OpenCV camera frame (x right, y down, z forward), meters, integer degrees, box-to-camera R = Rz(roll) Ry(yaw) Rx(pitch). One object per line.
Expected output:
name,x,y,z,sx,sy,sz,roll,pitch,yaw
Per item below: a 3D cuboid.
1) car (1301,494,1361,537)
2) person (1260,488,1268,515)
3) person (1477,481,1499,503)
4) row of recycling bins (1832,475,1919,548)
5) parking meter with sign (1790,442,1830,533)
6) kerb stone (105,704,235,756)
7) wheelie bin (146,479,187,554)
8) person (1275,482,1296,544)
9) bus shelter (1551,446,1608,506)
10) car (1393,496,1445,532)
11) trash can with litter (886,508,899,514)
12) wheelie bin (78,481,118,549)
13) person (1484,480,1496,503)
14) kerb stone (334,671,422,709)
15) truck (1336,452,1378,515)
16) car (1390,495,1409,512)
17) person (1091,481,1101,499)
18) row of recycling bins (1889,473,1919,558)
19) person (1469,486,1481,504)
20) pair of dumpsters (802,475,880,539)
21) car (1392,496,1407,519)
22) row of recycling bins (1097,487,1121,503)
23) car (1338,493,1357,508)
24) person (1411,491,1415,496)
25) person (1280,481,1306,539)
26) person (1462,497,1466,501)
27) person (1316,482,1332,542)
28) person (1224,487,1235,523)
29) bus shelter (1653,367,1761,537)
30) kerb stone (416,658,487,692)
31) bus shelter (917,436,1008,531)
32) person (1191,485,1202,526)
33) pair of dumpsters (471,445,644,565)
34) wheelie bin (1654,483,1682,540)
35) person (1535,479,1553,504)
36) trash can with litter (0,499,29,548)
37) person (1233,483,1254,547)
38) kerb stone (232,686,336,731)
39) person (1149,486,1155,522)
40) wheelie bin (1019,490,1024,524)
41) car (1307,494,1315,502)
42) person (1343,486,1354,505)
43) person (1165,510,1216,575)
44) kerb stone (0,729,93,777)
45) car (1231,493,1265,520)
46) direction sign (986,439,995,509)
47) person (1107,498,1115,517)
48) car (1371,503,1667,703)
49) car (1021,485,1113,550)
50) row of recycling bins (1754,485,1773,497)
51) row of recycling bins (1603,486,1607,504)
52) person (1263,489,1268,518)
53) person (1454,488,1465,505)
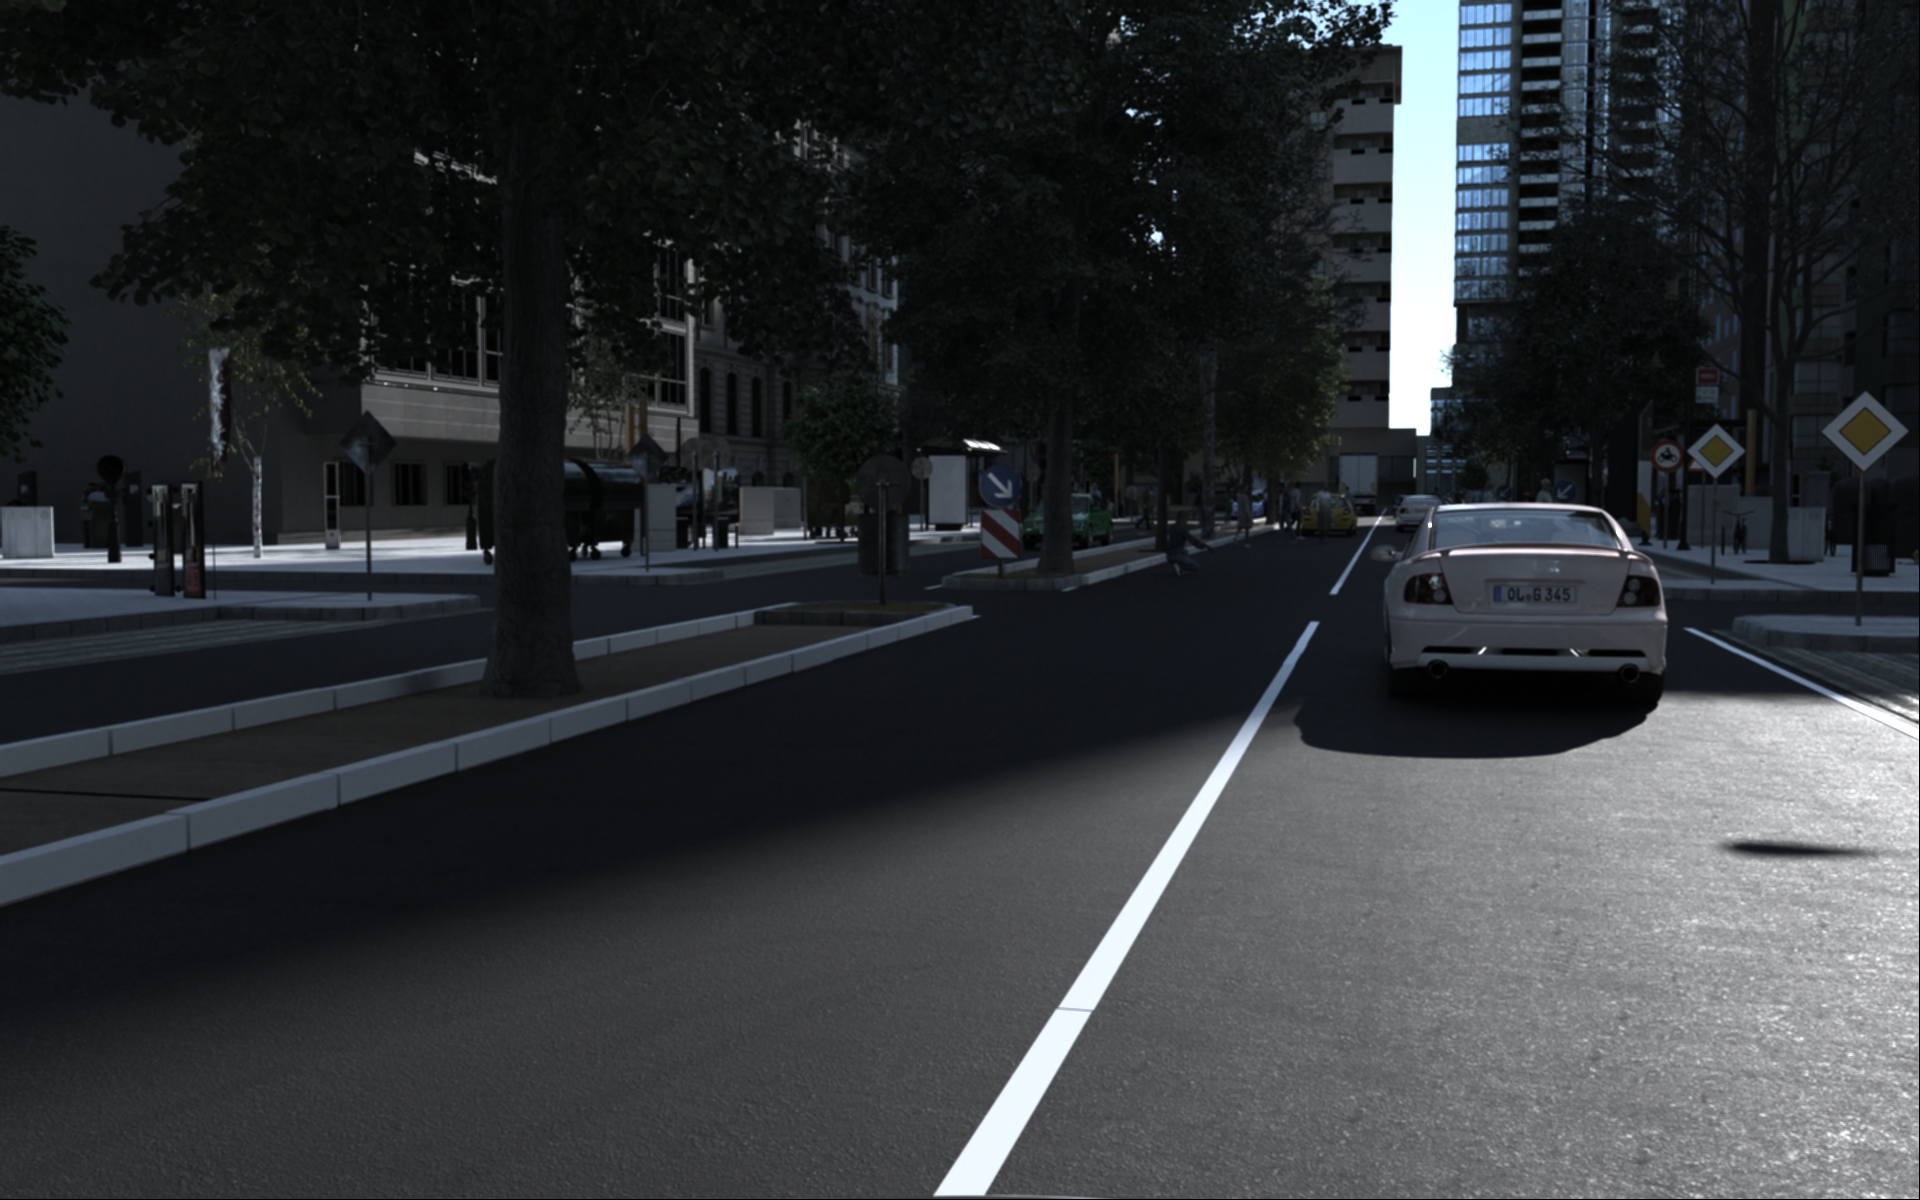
car,12.725,-3.016,59.542,2.015,1.641,3.980,1,4,16
person,20.599,-6.613,116.614,1.348,1.826,0.705,1,4,12
person,14.411,-2.353,47.308,0.601,1.785,0.444,2,4,24
row of recycling bins,23.899,-2.296,44.654,3.534,1.692,1.069,-2,4,-28
parking meter with sign,28.690,-3.769,57.878,1.738,3.016,0.543,2,4,29
kerb stone,-4.562,0.750,9.955,0.120,0.150,1.000,1,4,14
wheelie bin,-17.062,-1.808,37.461,0.980,1.594,0.693,-1,4,-9
person,9.407,-2.532,50.250,0.721,1.781,0.623,-3,5,-41
bus shelter,26.550,-4.932,74.554,2.014,3.302,5.546,1,4,14
car,17.702,-3.313,66.524,2.083,1.381,4.827,1,4,13
trash can with litter,-2.437,-2.630,54.384,1.055,1.170,0.624,1,4,15
wheelie bin,-20.297,-2.011,40.790,0.980,1.594,0.693,2,4,35
person,13.077,-2.083,42.915,0.624,1.780,0.694,1,4,16
kerb stone,-4.060,0.632,11.956,0.120,0.150,1.000,1,4,14
truck,27.643,-8.049,120.508,2.839,4.237,11.283,1,4,12
car,35.166,-7.635,137.405,1.945,1.354,3.894,1,4,12
person,4.294,-2.812,54.338,0.748,1.841,0.638,0,4,-8
row of recycling bins,20.273,-1.730,35.403,3.534,1.692,1.069,-2,4,-27
person,23.683,-4.335,79.392,0.660,1.820,0.620,-1,4,-15
pair of dumpsters,-3.322,-2.985,51.298,1.574,2.255,4.437,1,4,14
car,26.435,-5.469,101.994,1.945,1.354,3.894,1,4,14
row of recycling bins,8.636,-5.763,101.343,1.069,1.692,3.534,1,4,21
car,24.384,-6.241,110.841,1.959,1.807,4.718,1,4,14
person,40.774,-8.997,156.310,1.217,1.735,0.721,-3,5,-40
person,10.589,-2.853,55.000,0.795,1.843,0.661,-1,4,-10
person,50.289,-9.903,173.672,1.065,1.426,0.557,-2,4,-31
person,10.859,-2.628,51.690,0.478,1.798,0.641,1,4,9
person,13.184,-4.678,85.237,0.529,1.795,0.600,-3,4,-36
bus shelter,22.347,-4.590,52.680,2.179,5.291,8.768,1,4,14
kerb stone,-3.812,0.567,12.952,0.120,0.150,1.000,1,4,14
bus shelter,0.141,-4.212,62.785,2.014,3.302,5.546,1,4,14
person,10.801,-4.266,78.227,0.794,1.824,0.713,0,4,-6
pair of dumpsters,-7.656,-1.877,33.176,1.574,2.255,4.437,1,4,14
wheelie bin,19.802,-2.476,48.398,0.693,1.594,0.980,1,4,13
person,12.696,-1.762,37.802,0.515,1.767,0.782,3,4,39
trash can with litter,-22.754,-1.839,41.453,1.055,1.170,0.624,2,4,34
person,7.579,-2.268,46.338,0.466,1.731,0.760,2,4,33
kerb stone,-4.313,0.688,10.950,0.120,0.150,1.000,1,4,14
person,8.875,-4.454,81.527,0.583,1.804,0.606,1,4,11
wheelie bin,2.456,-4.058,74.251,0.693,1.594,0.980,-1,4,-17
car,19.527,-5.126,92.611,1.959,1.807,4.718,1,4,14
person,19.946,-4.948,89.268,0.638,1.841,0.748,3,5,43
person,3.956,-1.032,30.870,0.738,1.151,1.012,-2,4,-30
kerb stone,-4.818,0.809,8.961,0.120,0.150,1.000,1,4,14
car,16.176,-5.375,97.476,1.945,1.707,3.694,1,4,13
direction sign,1.059,-4.729,69.309,0.876,3.537,0.379,-3,4,-37
person,6.678,-3.890,76.787,0.352,1.250,0.332,0,4,1
car,4.247,-0.065,13.420,2.083,1.381,4.827,1,4,14
car,2.891,-2.280,46.078,1.959,1.807,4.718,1,4,16
row of recycling bins,36.033,-4.293,77.311,1.069,1.692,3.534,2,4,31
row of recycling bins,33.515,-5.036,89.447,1.069,1.692,3.534,-2,4,-32
person,18.440,-5.831,104.779,0.436,1.711,0.756,2,4,32
person,28.712,-5.529,99.354,0.683,1.767,0.568,-1,4,-21
